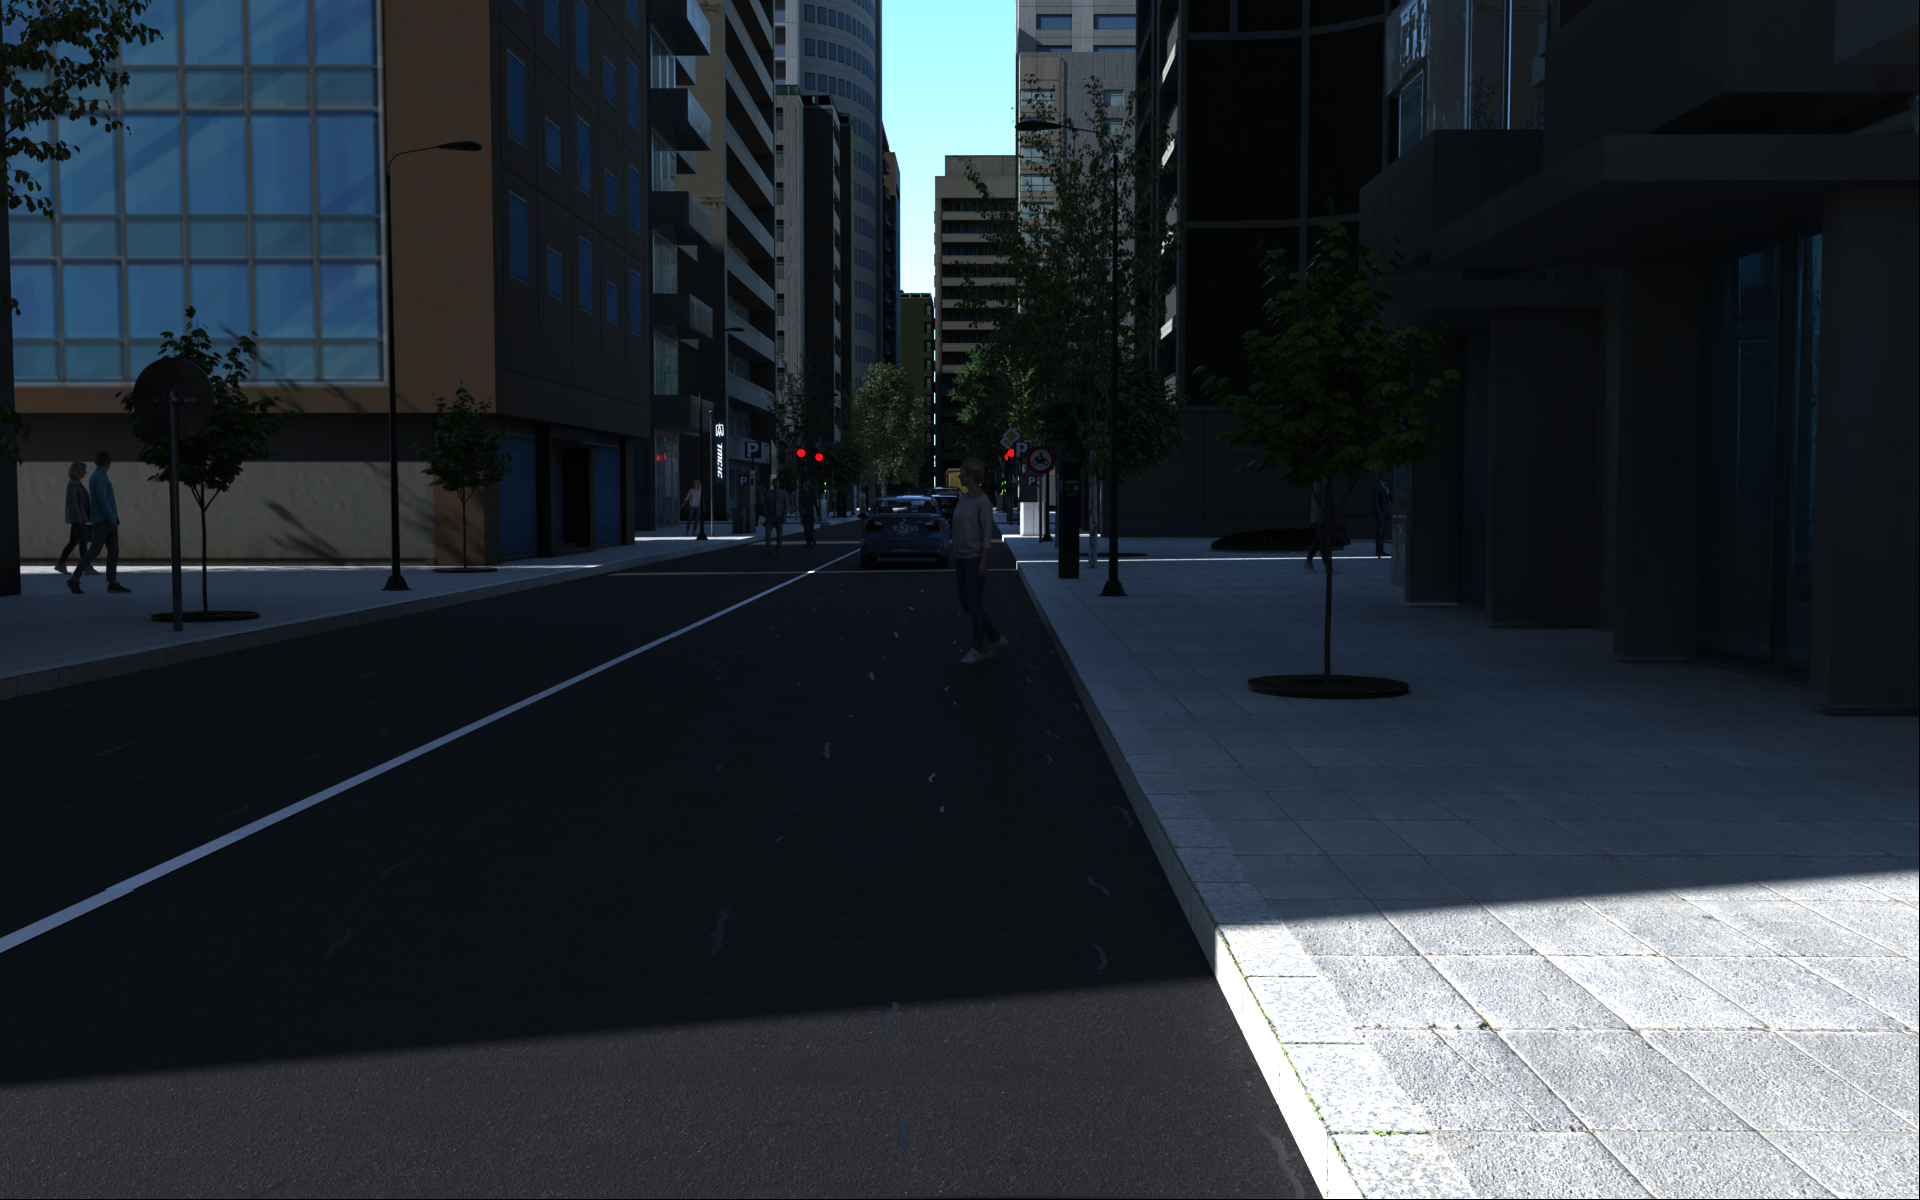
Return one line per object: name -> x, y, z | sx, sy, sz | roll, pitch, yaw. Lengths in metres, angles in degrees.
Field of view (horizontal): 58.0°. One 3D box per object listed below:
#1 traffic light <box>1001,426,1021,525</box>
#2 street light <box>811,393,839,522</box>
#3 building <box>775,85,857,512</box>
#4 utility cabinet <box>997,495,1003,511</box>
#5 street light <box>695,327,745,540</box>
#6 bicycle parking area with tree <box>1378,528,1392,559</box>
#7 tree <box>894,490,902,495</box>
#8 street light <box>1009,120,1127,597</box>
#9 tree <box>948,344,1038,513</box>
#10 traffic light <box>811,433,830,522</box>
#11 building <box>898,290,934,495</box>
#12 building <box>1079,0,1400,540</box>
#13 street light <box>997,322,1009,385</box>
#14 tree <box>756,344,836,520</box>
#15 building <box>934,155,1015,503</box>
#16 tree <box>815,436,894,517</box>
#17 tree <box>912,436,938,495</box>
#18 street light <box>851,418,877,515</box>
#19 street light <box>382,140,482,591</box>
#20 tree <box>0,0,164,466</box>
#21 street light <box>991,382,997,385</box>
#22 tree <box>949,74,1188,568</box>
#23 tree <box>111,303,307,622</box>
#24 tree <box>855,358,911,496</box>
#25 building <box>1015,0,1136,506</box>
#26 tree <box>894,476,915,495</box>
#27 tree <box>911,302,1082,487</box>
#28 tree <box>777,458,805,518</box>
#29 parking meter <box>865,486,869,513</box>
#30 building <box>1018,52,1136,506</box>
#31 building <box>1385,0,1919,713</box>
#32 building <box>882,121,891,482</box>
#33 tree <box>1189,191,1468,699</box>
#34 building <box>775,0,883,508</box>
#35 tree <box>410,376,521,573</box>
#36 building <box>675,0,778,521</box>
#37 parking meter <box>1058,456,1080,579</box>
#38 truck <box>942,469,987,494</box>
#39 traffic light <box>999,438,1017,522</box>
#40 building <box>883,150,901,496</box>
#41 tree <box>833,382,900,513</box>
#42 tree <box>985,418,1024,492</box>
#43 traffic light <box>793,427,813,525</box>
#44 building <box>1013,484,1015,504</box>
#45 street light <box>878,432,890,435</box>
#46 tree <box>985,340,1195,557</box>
traffic light -> 2.112, -5.076, 71.918 | 0.839, 4.253, 0.868 | 0, 4, 1
street light -> -6.272, -6.566, 79.896 | 1.470, 5.913, 1.316 | 0, 4, 1
building -> -15.068, -21.661, 125.863 | 14.160, 30.474, 14.107 | 0, 4, 1
utility cabinet -> 3.158, -7.339, 131.148 | 0.306, 1.237, 1.020 | -2, 4, -31
street light -> -6.689, -4.636, 48.334 | 1.470, 5.913, 1.316 | 0, 4, 1
bicycle parking area with tree -> 11.554, -2.680, 30.824 | 8.231, 4.147, 9.016 | 1, 4, 17
tree -> -6.719, -11.915, 189.411 | 1.663, 3.219, 1.824 | 0, 3, 0
street light -> 1.392, -3.005, 21.676 | 1.470, 5.913, 1.316 | 0, 4, 1
tree -> 3.030, -11.825, 119.086 | 9.928, 11.665, 9.643 | 0, 3, 0
traffic light -> -6.456, -5.570, 79.986 | 0.839, 4.253, 0.868 | 0, 4, 1
building -> -10.715, -29.149, 248.291 | 14.107, 30.474, 14.160 | 0, 4, 1
building -> 14.454, -37.627, 53.450 | 20.563, 71.187, 20.611 | 0, 4, 1
street light -> 1.823, -4.535, 46.694 | 1.470, 5.913, 1.316 | 0, 4, 1
tree -> -8.104, -8.272, 85.615 | 4.360, 8.622, 3.978 | 0, 3, 0
building -> 7.167, -38.314, 250.130 | 21.600, 48.544, 21.300 | 0, 4, 1
tree -> -6.719, -6.986, 97.931 | 4.285, 4.588, 4.351 | 0, 3, 0
tree -> -5.098, -16.296, 216.797 | 4.360, 8.622, 3.978 | 0, 3, 0
street light -> -5.968, -8.114, 105.199 | 1.470, 5.913, 1.316 | 0, 4, 1
street light -> -6.981, -3.081, 22.921 | 1.470, 5.913, 1.316 | 0, 4, 1
tree -> -8.570, -3.843, 13.191 | 4.737, 8.622, 4.395 | 0, 3, 0
street light -> 1.999, -6.077, 71.906 | 1.470, 5.913, 1.316 | 0, 4, 1
tree -> 2.086, -4.854, 29.719 | 4.737, 8.622, 4.395 | 0, 3, 0
tree -> -7.875, -1.418, 17.788 | 1.663, 3.219, 1.824 | 0, 3, 0
tree -> -6.456, -14.023, 146.286 | 9.611, 12.733, 9.660 | 0, 3, 0
building -> 16.397, -39.315, 184.807 | 21.231, 58.520, 28.212 | 0, 4, 1
tree -> -6.007, -11.936, 178.864 | 4.285, 4.588, 4.351 | 0, 3, 0
tree -> 4.033, -11.400, 103.398 | 9.611, 12.733, 9.660 | 0, 3, 0
tree -> -9.354, -6.089, 94.158 | 1.663, 3.219, 1.824 | 0, 3, 0
parking meter -> -6.464, -7.000, 120.168 | 0.255, 1.863, 0.399 | 0, 4, 1
building -> 12.501, -29.387, 164.070 | 14.154, 41.232, 14.086 | 0, 4, 1
building -> 15.503, -23.892, 10.236 | 23.786, 49.044, 30.456 | 0, 4, 1
building -> -19.345, -33.193, 197.329 | 22.147, 44.769, 28.867 | 0, 4, 1
tree -> 2.273, -1.015, 11.192 | 1.663, 3.219, 1.824 | 0, 3, 0
building -> -18.798, -38.313, 168.415 | 21.231, 58.520, 28.212 | 0, 4, 1
tree -> -8.260, -2.069, 28.426 | 1.663, 3.219, 1.824 | 0, 3, 0
building -> -21.597, -28.598, 91.285 | 21.300, 48.544, 21.600 | 0, 4, 1
parking meter -> 1.659, -1.261, 26.337 | 0.255, 1.863, 0.399 | -1, 4, -10
truck -> 0.278, -8.217, 130.279 | 3.469, 3.379, 9.791 | 0, 4, 1
traffic light -> 2.205, -5.565, 79.902 | 0.839, 4.253, 0.868 | 0, 4, 1
building -> -15.016, -34.962, 221.736 | 14.200, 45.320, 14.600 | 0, 4, 1
tree -> -6.373, -10.030, 114.350 | 4.737, 8.622, 4.395 | 0, 3, 0
tree -> 4.317, -12.317, 151.744 | 4.360, 8.622, 3.978 | 0, 3, 0
traffic light -> -6.549, -5.081, 72.002 | 0.839, 4.253, 0.868 | 0, 4, 1
building -> 20.733, -22.605, 214.634 | 27.650, 21.520, 28.899 | 0, 4, 1
street light -> -5.786, -9.669, 130.625 | 1.470, 5.913, 1.316 | 0, 4, 1
tree -> 3.156, -3.206, 36.133 | 4.285, 4.588, 4.351 | 0, 3, 0
